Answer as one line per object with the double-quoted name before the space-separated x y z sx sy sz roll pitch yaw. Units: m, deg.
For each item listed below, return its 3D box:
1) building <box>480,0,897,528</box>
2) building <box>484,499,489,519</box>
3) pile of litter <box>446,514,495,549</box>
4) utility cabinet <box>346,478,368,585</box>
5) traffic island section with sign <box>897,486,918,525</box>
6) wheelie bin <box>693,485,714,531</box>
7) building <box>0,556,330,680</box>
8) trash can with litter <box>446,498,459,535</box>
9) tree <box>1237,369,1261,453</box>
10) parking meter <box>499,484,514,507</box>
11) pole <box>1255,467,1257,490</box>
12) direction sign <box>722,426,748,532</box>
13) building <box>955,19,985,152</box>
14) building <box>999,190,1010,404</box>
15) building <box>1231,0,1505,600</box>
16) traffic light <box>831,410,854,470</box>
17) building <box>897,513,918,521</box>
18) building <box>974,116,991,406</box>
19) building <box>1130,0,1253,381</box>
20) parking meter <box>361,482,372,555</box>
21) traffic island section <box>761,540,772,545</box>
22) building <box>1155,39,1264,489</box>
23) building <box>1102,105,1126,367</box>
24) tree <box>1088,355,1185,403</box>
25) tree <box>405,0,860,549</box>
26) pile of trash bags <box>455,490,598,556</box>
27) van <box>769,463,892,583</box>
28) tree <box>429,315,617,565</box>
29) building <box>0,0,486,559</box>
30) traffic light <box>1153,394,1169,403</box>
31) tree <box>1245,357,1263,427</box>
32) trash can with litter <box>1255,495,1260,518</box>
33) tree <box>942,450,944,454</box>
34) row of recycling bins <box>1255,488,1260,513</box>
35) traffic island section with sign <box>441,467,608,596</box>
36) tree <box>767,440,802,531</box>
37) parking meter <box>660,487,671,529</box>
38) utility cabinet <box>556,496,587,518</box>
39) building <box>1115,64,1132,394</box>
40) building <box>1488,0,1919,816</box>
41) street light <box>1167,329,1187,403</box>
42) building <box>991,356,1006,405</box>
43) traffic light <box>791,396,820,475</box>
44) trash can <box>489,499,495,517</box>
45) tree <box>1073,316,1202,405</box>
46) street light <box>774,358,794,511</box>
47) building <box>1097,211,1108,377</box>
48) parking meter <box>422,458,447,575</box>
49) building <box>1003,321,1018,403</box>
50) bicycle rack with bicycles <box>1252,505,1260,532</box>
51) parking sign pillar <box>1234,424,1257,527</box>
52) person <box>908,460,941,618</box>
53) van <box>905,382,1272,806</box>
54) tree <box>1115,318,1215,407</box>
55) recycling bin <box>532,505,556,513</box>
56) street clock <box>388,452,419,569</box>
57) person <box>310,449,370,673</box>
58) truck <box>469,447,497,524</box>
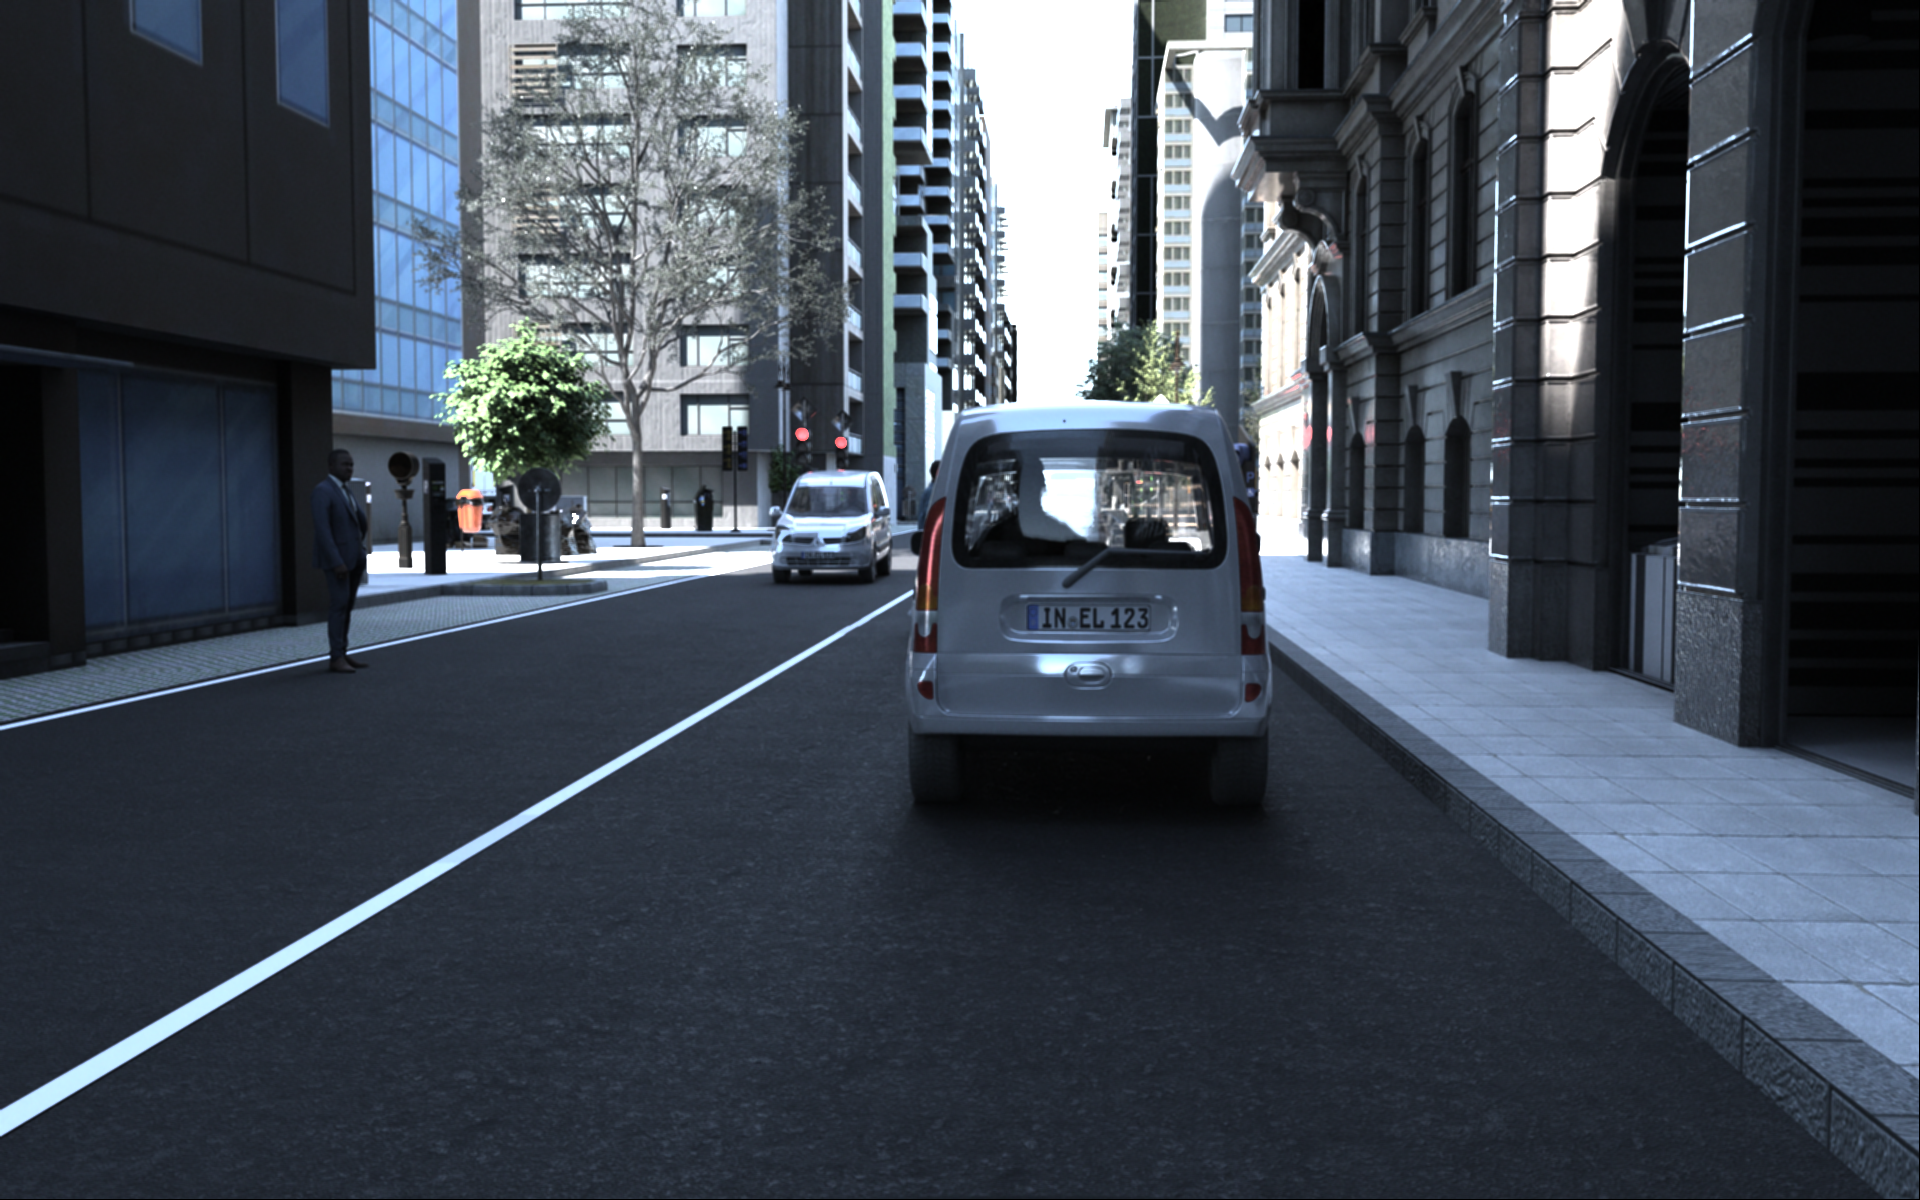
"building" -10.294 -23.604 69.518 14.154 41.232 14.086 0 4 4
"building" -34.873 -25.365 69.337 28.867 44.769 22.147 0 4 4
"pile of litter" -11.719 -1.663 41.147 1.719 0.858 1.176 -1 4 -12
"utility cabinet" -8.806 -0.932 23.909 1.173 1.500 0.318 -3 5 -44
"traffic island section with sign" -2.334 -4.400 80.560 1.989 1.847 2.006 0 4 4
"wheelie bin" -8.820 -3.167 59.690 0.693 1.594 0.980 -1 4 -18
"building" -14.041 -22.132 11.961 14.600 45.320 14.200 0 4 4
"trash can with litter" -13.250 -2.081 45.419 0.624 1.170 1.055 -1 4 -19
"tree" 18.142 -9.260 101.757 4.360 8.622 3.978 0 3 0
"parking meter" -11.701 -2.221 44.731 0.372 1.533 0.369 0 3 0
"pole" 22.228 -8.357 130.487 0.158 3.312 0.155 0 3 0
"direction sign" -7.546 -4.045 58.132 0.876 3.537 0.379 1 4 13
"building" -8.916 -34.240 179.440 23.786 49.044 30.456 0 4 4
"building" -3.865 -39.225 260.932 23.786 49.044 30.456 0 4 4
"building" 12.310 -12.946 30.745 14.460 24.649 34.723 0 4 4
"traffic light" -3.888 -4.199 57.573 0.839 4.253 0.868 0 4 4
"building" -11.773 -48.081 98.799 22.319 86.520 31.000 0 4 4
"building" -3.616 -33.726 201.525 14.600 45.320 14.200 0 4 4
"building" 24.593 -44.430 164.683 20.563 71.187 20.611 0 4 4
"parking meter" -12.585 -1.716 36.463 0.372 1.533 0.369 0 3 0
"traffic island section" -4.484 -1.680 49.745 2.009 0.180 2.903 0 4 4
"building" 28.898 -27.592 143.014 32.217 40.220 23.993 0 4 4
"building" 33.271 -39.177 229.780 28.713 52.752 27.495 0 4 4
"tree" 11.881 -11.051 115.101 8.767 10.594 7.601 0 4 -1
"tree" -7.654 -7.972 40.710 12.009 13.543 11.850 0 3 0
"pile of trash bags" -9.376 -1.659 36.884 3.447 1.369 1.912 2 4 27
"van" -2.126 -1.364 29.309 2.013 2.044 4.112 0 4 3
"tree" -8.055 -2.947 31.902 4.285 4.588 4.351 0 3 0
"building" -21.273 -24.006 42.616 14.200 45.320 14.600 0 4 4
"traffic light" 5.643 -3.670 48.921 0.839 4.253 0.868 0 4 4
"tree" 17.097 -8.385 87.463 4.737 8.622 4.395 0 3 0
"trash can with litter" 15.976 -4.956 92.088 1.678 1.210 2.233 1 4 10
"tree" -1.103 -8.859 128.559 4.285 4.588 4.351 0 3 0
"row of recycling bins" 20.619 -6.721 117.007 3.534 1.692 1.069 2 4 30
"traffic island section with sign" -6.220 -1.008 25.105 1.989 1.847 2.006 0 4 4
"tree" -6.336 -4.046 60.746 1.663 3.219 1.824 0 3 0
"parking meter" -10.750 -3.355 63.268 0.372 1.533 0.369 0 3 0
"utility cabinet" -13.151 -2.902 58.601 1.020 1.237 0.306 1 4 13
"building" 28.411 -34.926 190.640 23.786 49.044 30.456 0 4 4
"building" 9.373 -9.775 1.628 13.314 21.916 24.055 0 4 4
"street light" 6.059 -4.632 48.527 0.468 5.910 1.993 0 4 4
"building" -8.314 -23.643 231.600 27.650 21.520 28.899 0 4 4
"traffic light" -4.445 -3.712 49.607 0.839 4.253 0.868 0 4 4
"trash can" -22.638 -4.415 83.831 0.748 1.137 0.748 0 3 0
"tree" 12.607 -13.370 125.250 9.857 13.997 8.962 0 3 0
"street light" -5.887 -5.219 58.119 0.468 5.910 1.993 0 4 4
"building" 26.875 -34.729 251.407 14.154 41.232 14.086 0 4 4
"parking meter" -8.375 -1.340 27.612 0.255 1.863 0.399 -3 4 -37
"building" 2.234 -31.295 283.368 14.160 30.474 14.107 0 4 4
"bicycle rack with bicycles" 9.751 -2.670 57.038 2.925 0.926 2.852 -1 4 -21
"parking sign pillar" 10.881 -4.772 66.491 1.447 3.967 1.447 -1 4 -15
"person" -0.324 -0.572 18.199 0.444 1.785 0.601 0 4 2
"van" 0.678 -0.145 9.377 2.013 2.044 4.112 0 4 4
"tree" 8.378 -7.457 72.277 4.737 8.622 4.395 0 3 0
"recycling bin" -14.209 -2.836 58.918 0.722 1.027 0.722 2 4 25
"street clock" -9.551 -1.542 29.781 0.471 2.002 0.358 1 4 13
"person" -5.077 -0.335 14.167 0.419 1.800 0.721 0 4 -3
"truck" -20.416 -3.999 54.294 11.283 4.237 2.839 0 4 3
